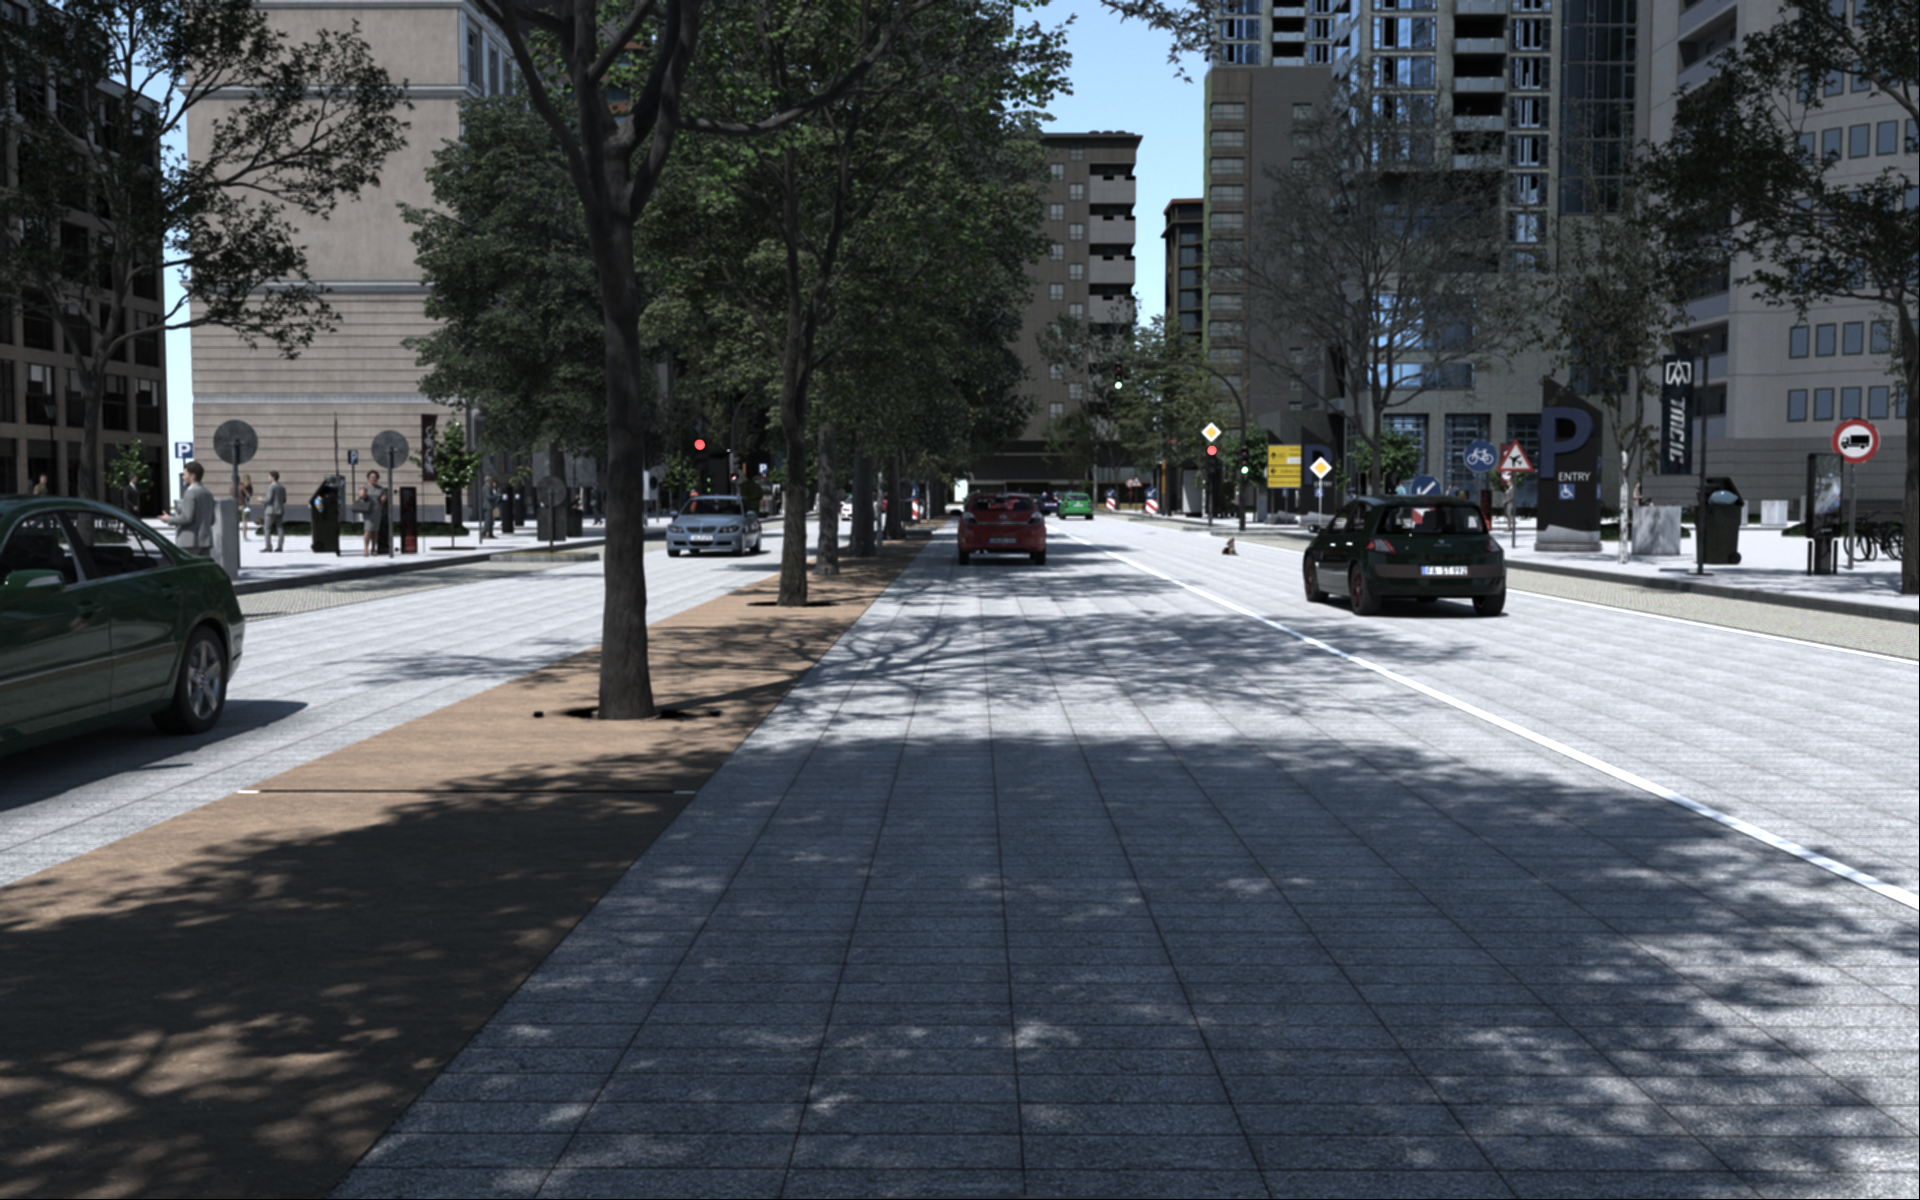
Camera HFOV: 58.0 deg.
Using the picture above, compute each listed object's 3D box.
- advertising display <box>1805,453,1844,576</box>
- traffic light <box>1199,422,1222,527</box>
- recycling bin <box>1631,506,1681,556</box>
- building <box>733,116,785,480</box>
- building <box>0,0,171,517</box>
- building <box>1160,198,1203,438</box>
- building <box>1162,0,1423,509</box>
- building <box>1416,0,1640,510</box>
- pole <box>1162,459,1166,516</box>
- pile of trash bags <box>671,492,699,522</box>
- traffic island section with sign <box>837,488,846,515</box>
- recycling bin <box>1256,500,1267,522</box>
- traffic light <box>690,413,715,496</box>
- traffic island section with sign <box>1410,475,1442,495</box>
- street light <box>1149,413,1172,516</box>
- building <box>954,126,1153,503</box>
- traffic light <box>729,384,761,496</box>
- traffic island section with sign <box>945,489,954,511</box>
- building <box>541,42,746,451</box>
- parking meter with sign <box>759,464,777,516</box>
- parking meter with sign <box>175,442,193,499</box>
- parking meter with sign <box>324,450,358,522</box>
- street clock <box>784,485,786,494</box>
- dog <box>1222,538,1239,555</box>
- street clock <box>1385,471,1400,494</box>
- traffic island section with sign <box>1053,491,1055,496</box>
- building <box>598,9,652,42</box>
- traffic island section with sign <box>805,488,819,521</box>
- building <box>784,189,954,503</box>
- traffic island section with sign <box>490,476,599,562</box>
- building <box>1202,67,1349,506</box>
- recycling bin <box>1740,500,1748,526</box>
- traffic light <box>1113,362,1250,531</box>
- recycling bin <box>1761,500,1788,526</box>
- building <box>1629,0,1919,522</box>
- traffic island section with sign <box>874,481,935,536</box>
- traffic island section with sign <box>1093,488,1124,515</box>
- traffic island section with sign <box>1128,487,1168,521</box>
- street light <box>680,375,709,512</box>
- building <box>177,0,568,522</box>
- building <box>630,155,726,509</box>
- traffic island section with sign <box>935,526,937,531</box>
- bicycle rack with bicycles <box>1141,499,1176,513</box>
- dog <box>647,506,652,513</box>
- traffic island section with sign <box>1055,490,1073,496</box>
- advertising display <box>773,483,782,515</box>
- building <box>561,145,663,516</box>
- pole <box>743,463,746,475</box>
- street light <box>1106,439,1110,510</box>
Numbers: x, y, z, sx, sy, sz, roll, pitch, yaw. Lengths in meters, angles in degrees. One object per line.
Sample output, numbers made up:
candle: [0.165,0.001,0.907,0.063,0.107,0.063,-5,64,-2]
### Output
advertising display: [13.658,-1.355,27.373,0.974,1.923,0.123,-3,4,-38]
traffic light: [9.793,-4.822,67.763,0.839,4.253,0.868,0,4,0]
recycling bin: [14.691,-1.467,36.542,0.722,1.027,0.722,-2,4,-33]
building: [-28.193,-33.665,200.526,14.200,45.320,14.600,0,4,0]
building: [-62.077,-17.368,88.487,34.151,26.468,19.350,0,4,0]
building: [42.102,-36.261,247.496,28.867,44.769,22.147,0,4,0]
building: [35.346,-53.696,190.603,22.319,86.520,31.000,0,4,0]
building: [35.651,-49.699,125.243,22.319,86.520,31.000,0,4,0]
pole: [11.951,-6.594,101.647,0.158,3.312,0.155,0,3,0]
pile of trash bags: [-12.195,-4.236,79.003,1.912,1.369,3.447,0,4,-6]
traffic island section with sign: [-8.195,-6.825,120.212,1.989,1.847,2.006,0,4,0]
recycling bin: [14.100,-4.134,80.150,0.722,1.027,0.722,0,4,7]
traffic light: [-8.927,-4.341,59.900,0.839,4.253,0.868,0,4,0]
traffic island section with sign: [9.611,-1.728,36.886,1.989,1.847,2.006,0,4,0]
street light: [11.505,-7.753,99.295,1.470,5.913,1.316,0,4,0]
building: [13.368,-40.445,250.513,27.495,52.752,28.713,0,4,0]
traffic light: [-6.775,-5.703,67.905,4.771,5.953,1.251,0,4,0]
traffic island section with sign: [-1.369,-8.234,142.761,2.006,1.907,1.989,0,4,0]
building: [-33.251,-31.593,171.177,22.147,44.769,28.867,0,4,0]
parking meter with sign: [-11.069,-6.350,100.077,0.543,3.016,1.738,1,4,13]
parking meter with sign: [-25.646,-3.738,57.383,0.543,3.016,1.738,-2,4,-26]
parking meter with sign: [-24.985,-4.465,69.260,1.738,3.016,0.543,1,4,13]
street clock: [-13.091,-7.713,130.685,0.358,2.002,0.471,-3,5,-43]
dog: [6.442,-1.269,40.945,0.550,0.427,0.748,2,4,30]
street clock: [13.788,-3.100,55.249,0.471,2.002,0.358,-3,5,-40]
traffic island section with sign: [10.806,-11.556,197.572,1.989,1.847,2.006,0,4,0]
building: [-46.591,-46.406,196.996,20.611,71.187,20.563,0,4,0]
traffic island section with sign: [-8.403,-5.176,93.257,1.989,1.847,2.006,0,4,0]
building: [-14.660,-40.494,251.321,27.495,52.752,28.713,0,4,0]
traffic island section with sign: [-8.816,-1.737,37.032,1.989,1.847,2.006,0,4,0]
building: [30.560,-29.720,169.511,14.154,41.232,14.086,0,4,0]
recycling bin: [31.235,-3.499,69.768,0.722,1.027,0.722,-3,5,-40]
traffic light: [7.641,-5.198,59.652,4.771,5.953,1.251,0,4,0]
recycling bin: [32.445,-3.453,69.006,0.722,1.027,0.722,-2,4,-31]
building: [51.300,-33.283,86.181,28.212,58.520,21.231,0,4,0]
traffic island section with sign: [-1.983,-3.185,60.218,2.006,1.907,1.989,0,4,0]
traffic island section with sign: [10.223,-6.779,119.462,1.989,1.847,2.006,0,4,0]
traffic island section with sign: [10.027,-5.128,92.475,1.989,1.847,2.006,0,4,0]
street light: [-10.374,-5.825,67.787,1.470,5.913,1.316,0,4,0]
building: [-28.643,-18.490,88.210,13.634,28.700,20.117,0,4,0]
building: [-28.341,-23.145,150.129,14.160,30.474,14.107,0,4,0]
traffic island section with sign: [-1.918,-3.638,67.624,2.006,1.907,1.989,0,4,0]
bicycle rack with bicycles: [13.166,-6.265,115.817,2.852,0.926,2.925,2,4,27]
dog: [-19.743,-5.678,109.664,0.406,0.507,0.540,0,4,3]
traffic island section with sign: [10.590,-9.871,170.016,1.989,1.847,2.006,0,4,0]
advertising display: [-11.141,-6.131,105.456,0.123,1.923,0.974,-3,4,-37]
building: [-29.600,-17.135,113.435,16.112,22.955,30.059,0,4,0]
pole: [-14.251,-7.374,114.400,0.158,3.312,0.155,0,3,0]
street light: [11.786,-10.419,142.897,1.470,5.913,1.316,0,4,0]
